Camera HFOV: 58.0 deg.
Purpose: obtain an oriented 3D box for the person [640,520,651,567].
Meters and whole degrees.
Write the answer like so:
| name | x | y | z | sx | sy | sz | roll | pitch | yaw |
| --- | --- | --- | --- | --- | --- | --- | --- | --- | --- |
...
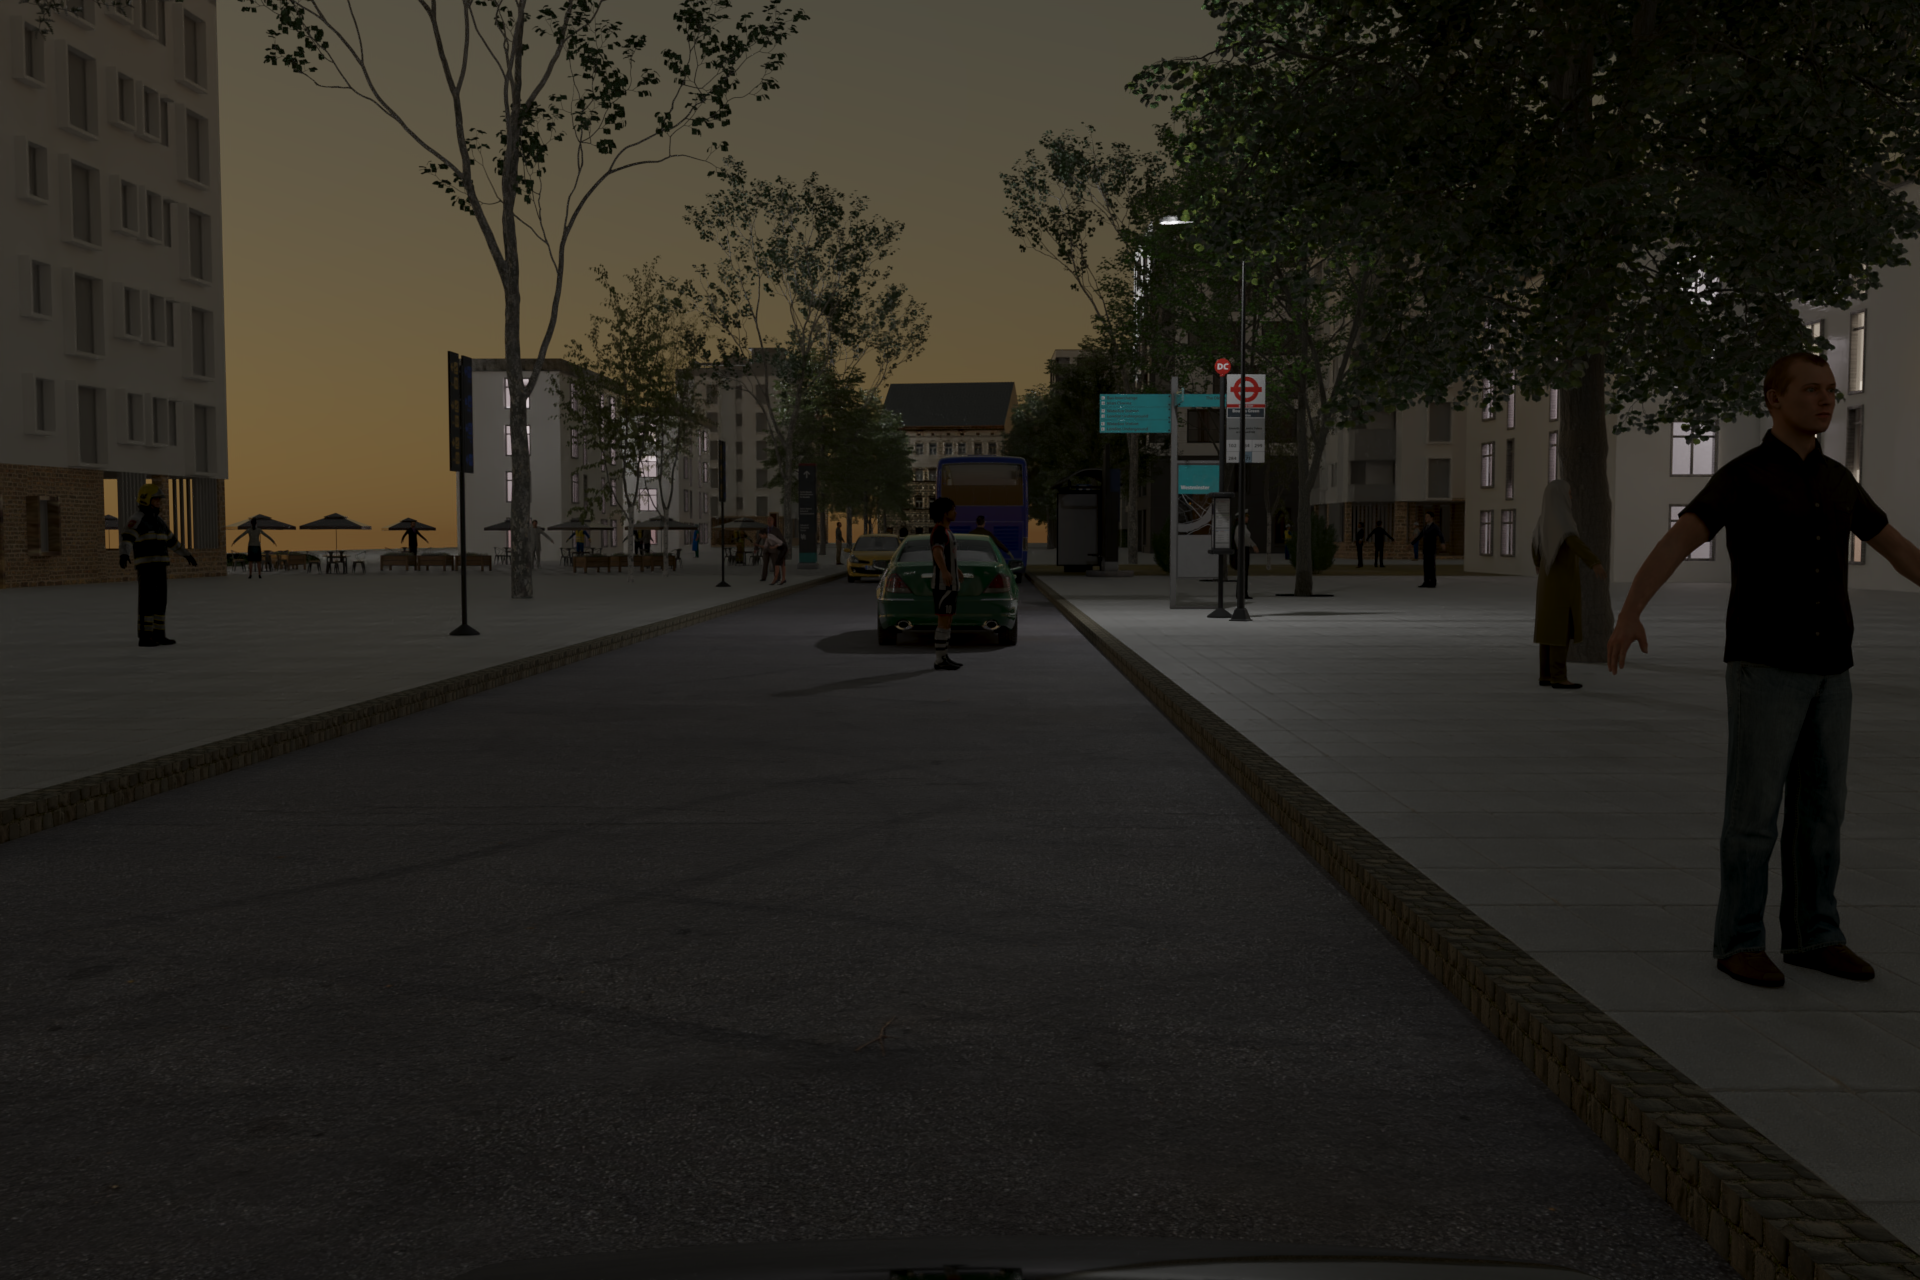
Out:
| name | x | y | z | sx | sy | sz | roll | pitch | yaw |
| --- | --- | --- | --- | --- | --- | --- | --- | --- | --- |
| person | -12.211 | -3.749 | 67.431 | 0.705 | 1.813 | 1.348 | 0 | 4 | 2 |

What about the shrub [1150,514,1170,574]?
| name | x | y | z | sx | sy | sz | roll | pitch | yaw |
| --- | --- | --- | --- | --- | --- | --- | --- | --- | --- |
| shrub | 6.829 | -3.059 | 54.053 | 1.661 | 2.075 | 1.752 | 0 | 3 | 0 |

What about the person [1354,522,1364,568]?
| name | x | y | z | sx | sy | sz | roll | pitch | yaw |
| --- | --- | --- | --- | --- | --- | --- | --- | --- | --- |
| person | 15.004 | -3.582 | 65.289 | 0.721 | 1.740 | 1.216 | 0 | 4 | 3 |

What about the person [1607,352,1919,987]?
| name | x | y | z | sx | sy | sz | roll | pitch | yaw |
| --- | --- | --- | --- | --- | --- | --- | --- | --- | --- |
| person | 2.416 | 0.074 | 5.004 | 1.348 | 1.803 | 0.705 | -1 | 4 | -15 |

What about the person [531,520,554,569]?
| name | x | y | z | sx | sy | sz | roll | pitch | yaw |
| --- | --- | --- | --- | --- | --- | --- | --- | --- | --- |
| person | -15.672 | -3.531 | 63.917 | 1.347 | 1.806 | 0.705 | -1 | 4 | -16 |

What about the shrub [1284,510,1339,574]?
| name | x | y | z | sx | sy | sz | roll | pitch | yaw |
| --- | --- | --- | --- | --- | --- | --- | --- | --- | --- |
| shrub | 11.232 | -3.134 | 55.287 | 1.661 | 2.075 | 1.752 | 0 | 3 | 0 |

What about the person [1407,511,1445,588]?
| name | x | y | z | sx | sy | sz | roll | pitch | yaw |
| --- | --- | --- | --- | --- | --- | --- | --- | --- | --- |
| person | 11.189 | -2.160 | 41.366 | 0.704 | 1.823 | 1.345 | -2 | 4 | -23 |

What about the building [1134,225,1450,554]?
| name | x | y | z | sx | sy | sz | roll | pitch | yaw |
| --- | --- | --- | --- | --- | --- | --- | --- | --- | --- |
| building | 26.655 | -17.431 | 128.972 | 27.936 | 21.610 | 32.646 | 0 | 4 | 1 |

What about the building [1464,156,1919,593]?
| name | x | y | z | sx | sy | sz | roll | pitch | yaw |
| --- | --- | --- | --- | --- | --- | --- | --- | --- | --- |
| building | 21.748 | -6.329 | 45.628 | 9.099 | 9.664 | 28.070 | 0 | 4 | 0 |

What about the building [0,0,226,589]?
| name | x | y | z | sx | sy | sz | roll | pitch | yaw |
| --- | --- | --- | --- | --- | --- | --- | --- | --- | --- |
| building | -27.465 | -11.186 | 39.314 | 16.016 | 20.090 | 11.380 | 0 | 4 | 1 |

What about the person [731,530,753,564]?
| name | x | y | z | sx | sy | sz | roll | pitch | yaw |
| --- | --- | --- | --- | --- | --- | --- | --- | --- | --- |
| person | -9.405 | -4.189 | 74.250 | 1.354 | 1.858 | 0.705 | 3 | 5 | 43 |

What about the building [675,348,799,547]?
| name | x | y | z | sx | sy | sz | roll | pitch | yaw |
| --- | --- | --- | --- | --- | --- | --- | --- | --- | --- |
| building | -22.915 | -19.598 | 176.847 | 16.016 | 20.090 | 11.380 | 0 | 4 | 2 |

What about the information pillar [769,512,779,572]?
| name | x | y | z | sx | sy | sz | roll | pitch | yaw |
| --- | --- | --- | --- | --- | --- | --- | --- | --- | --- |
| information pillar | -6.325 | -3.329 | 58.923 | 0.304 | 2.012 | 0.304 | 0 | 4 | 1 |

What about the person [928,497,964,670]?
| name | x | y | z | sx | sy | sz | roll | pitch | yaw |
| --- | --- | --- | --- | --- | --- | --- | --- | --- | --- |
| person | -0.135 | -0.598 | 18.372 | 0.704 | 1.843 | 1.345 | 0 | 4 | 5 |

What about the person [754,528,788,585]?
| name | x | y | z | sx | sy | sz | roll | pitch | yaw |
| --- | --- | --- | --- | --- | --- | --- | --- | --- | --- |
| person | -4.702 | -2.092 | 43.438 | 0.628 | 1.438 | 0.799 | 2 | 4 | 32 |

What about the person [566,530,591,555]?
| name | x | y | z | sx | sy | sz | roll | pitch | yaw |
| --- | --- | --- | --- | --- | --- | --- | --- | --- | --- |
| person | -16.875 | -4.334 | 76.827 | 1.349 | 1.833 | 0.705 | 2 | 4 | 25 |

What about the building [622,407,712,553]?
| name | x | y | z | sx | sy | sz | roll | pitch | yaw |
| --- | --- | --- | --- | --- | --- | --- | --- | --- | --- |
| building | -22.924 | -11.401 | 128.549 | 9.099 | 9.664 | 28.070 | 0 | 4 | 0 |

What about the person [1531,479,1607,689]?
| name | x | y | z | sx | sy | sz | roll | pitch | yaw |
| --- | --- | --- | --- | --- | --- | --- | --- | --- | --- |
| person | 5.075 | -0.471 | 14.477 | 0.721 | 1.736 | 1.217 | 0 | 4 | -5 |

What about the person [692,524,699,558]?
| name | x | y | z | sx | sy | sz | roll | pitch | yaw |
| --- | --- | --- | --- | --- | --- | --- | --- | --- | --- |
| person | -14.015 | -5.243 | 91.856 | 0.704 | 1.817 | 1.347 | -1 | 4 | -18 |

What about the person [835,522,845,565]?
| name | x | y | z | sx | sy | sz | roll | pitch | yaw |
| --- | --- | --- | --- | --- | --- | --- | --- | --- | --- |
| person | -5.034 | -4.046 | 72.419 | 0.705 | 1.796 | 1.348 | 0 | 4 | 6 |

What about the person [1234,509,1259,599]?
| name | x | y | z | sx | sy | sz | roll | pitch | yaw |
| --- | --- | --- | --- | --- | --- | --- | --- | --- | --- |
| person | 5.672 | -1.699 | 34.246 | 0.721 | 1.778 | 1.216 | 0 | 4 | -7 |

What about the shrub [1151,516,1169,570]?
| name | x | y | z | sx | sy | sz | roll | pitch | yaw |
| --- | --- | --- | --- | --- | --- | --- | --- | --- | --- |
| shrub | 7.434 | -3.407 | 60.127 | 1.690 | 2.028 | 1.600 | 0 | 3 | 0 |

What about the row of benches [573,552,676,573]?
| name | x | y | z | sx | sy | sz | roll | pitch | yaw |
| --- | --- | --- | --- | --- | --- | --- | --- | --- | --- |
| row of benches | -11.246 | -2.639 | 58.606 | 1.422 | 0.672 | 4.104 | 3 | 5 | 39 |

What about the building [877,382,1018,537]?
| name | x | y | z | sx | sy | sz | roll | pitch | yaw |
| --- | --- | --- | --- | --- | --- | --- | --- | --- | --- |
| building | -1.128 | -25.462 | 249.682 | 18.063 | 23.208 | 19.493 | 1 | 4 | 10 |

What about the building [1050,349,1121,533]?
| name | x | y | z | sx | sy | sz | roll | pitch | yaw |
| --- | --- | --- | --- | --- | --- | --- | --- | --- | --- |
| building | 24.582 | -22.257 | 207.881 | 27.936 | 21.610 | 32.646 | 0 | 4 | 0 |

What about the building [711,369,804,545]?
| name | x | y | z | sx | sy | sz | roll | pitch | yaw |
| --- | --- | --- | --- | --- | --- | --- | --- | --- | --- |
| building | -23.716 | -20.655 | 194.131 | 16.016 | 20.090 | 11.380 | 0 | 4 | 0 |

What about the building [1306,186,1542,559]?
| name | x | y | z | sx | sy | sz | roll | pitch | yaw |
| --- | --- | --- | --- | --- | --- | --- | --- | --- | --- |
| building | 25.018 | -14.886 | 99.809 | 16.016 | 20.090 | 11.380 | 0 | 4 | 0 |

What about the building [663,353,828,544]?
| name | x | y | z | sx | sy | sz | roll | pitch | yaw |
| --- | --- | --- | --- | --- | --- | --- | --- | --- | --- |
| building | -26.891 | -23.694 | 218.332 | 19.493 | 23.208 | 18.063 | 0 | 4 | 2 |

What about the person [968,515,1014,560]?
| name | x | y | z | sx | sy | sz | roll | pitch | yaw |
| --- | --- | --- | --- | --- | --- | --- | --- | --- | --- |
| person | 0.428 | -1.613 | 34.962 | 1.346 | 1.812 | 0.704 | 1 | 4 | 19 |

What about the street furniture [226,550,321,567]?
| name | x | y | z | sx | sy | sz | roll | pitch | yaw |
| --- | --- | --- | --- | --- | --- | --- | --- | --- | --- |
| street furniture | -29.545 | -3.403 | 71.261 | 5.734 | 0.657 | 10.072 | -1 | 4 | -14 |

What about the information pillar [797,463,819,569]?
| name | x | y | z | sx | sy | sz | roll | pitch | yaw |
| --- | --- | --- | --- | --- | --- | --- | --- | --- | --- |
| information pillar | -5.585 | -4.542 | 63.637 | 0.750 | 3.857 | 0.750 | 0 | 3 | 0 |

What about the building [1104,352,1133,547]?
| name | x | y | z | sx | sy | sz | roll | pitch | yaw |
| --- | --- | --- | --- | --- | --- | --- | --- | --- | --- |
| building | 24.078 | -18.898 | 175.433 | 16.747 | 18.905 | 31.486 | 0 | 4 | 1 |

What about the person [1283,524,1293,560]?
| name | x | y | z | sx | sy | sz | roll | pitch | yaw |
| --- | --- | --- | --- | --- | --- | --- | --- | --- | --- |
| person | 16.317 | -4.850 | 85.761 | 0.721 | 1.772 | 1.216 | -1 | 4 | -22 |

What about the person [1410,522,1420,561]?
| name | x | y | z | sx | sy | sz | roll | pitch | yaw |
| --- | --- | --- | --- | --- | --- | --- | --- | --- | --- |
| person | 21.851 | -4.724 | 83.098 | 0.705 | 1.847 | 1.347 | 2 | 4 | 25 |

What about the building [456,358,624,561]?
| name | x | y | z | sx | sy | sz | roll | pitch | yaw |
| --- | --- | --- | --- | --- | --- | --- | --- | --- | --- |
| building | -23.257 | -9.469 | 96.958 | 9.099 | 9.664 | 28.070 | 0 | 4 | 1 |

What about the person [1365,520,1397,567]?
| name | x | y | z | sx | sy | sz | roll | pitch | yaw |
| --- | --- | --- | --- | --- | --- | --- | --- | --- | --- |
| person | 16.147 | -3.697 | 66.633 | 1.347 | 1.806 | 0.705 | 3 | 5 | 44 |

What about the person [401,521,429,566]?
| name | x | y | z | sx | sy | sz | roll | pitch | yaw |
| --- | --- | --- | --- | --- | --- | --- | --- | --- | --- |
| person | -21.829 | -3.852 | 69.200 | 0.704 | 1.802 | 1.346 | 2 | 4 | 32 |

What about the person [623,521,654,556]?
| name | x | y | z | sx | sy | sz | roll | pitch | yaw |
| --- | --- | --- | --- | --- | --- | --- | --- | --- | --- |
| person | -13.699 | -4.163 | 73.848 | 1.354 | 1.856 | 0.705 | -2 | 4 | -23 |

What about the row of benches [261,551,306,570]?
| name | x | y | z | sx | sy | sz | roll | pitch | yaw |
| --- | --- | --- | --- | --- | --- | --- | --- | --- | --- |
| row of benches | -24.744 | -2.919 | 63.195 | 1.422 | 0.672 | 4.104 | -3 | 4 | -36 |

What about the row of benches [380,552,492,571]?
| name | x | y | z | sx | sy | sz | roll | pitch | yaw |
| --- | --- | --- | --- | --- | --- | --- | --- | --- | --- |
| row of benches | -18.321 | -2.741 | 60.284 | 4.104 | 0.672 | 1.422 | 1 | 4 | 13 |
